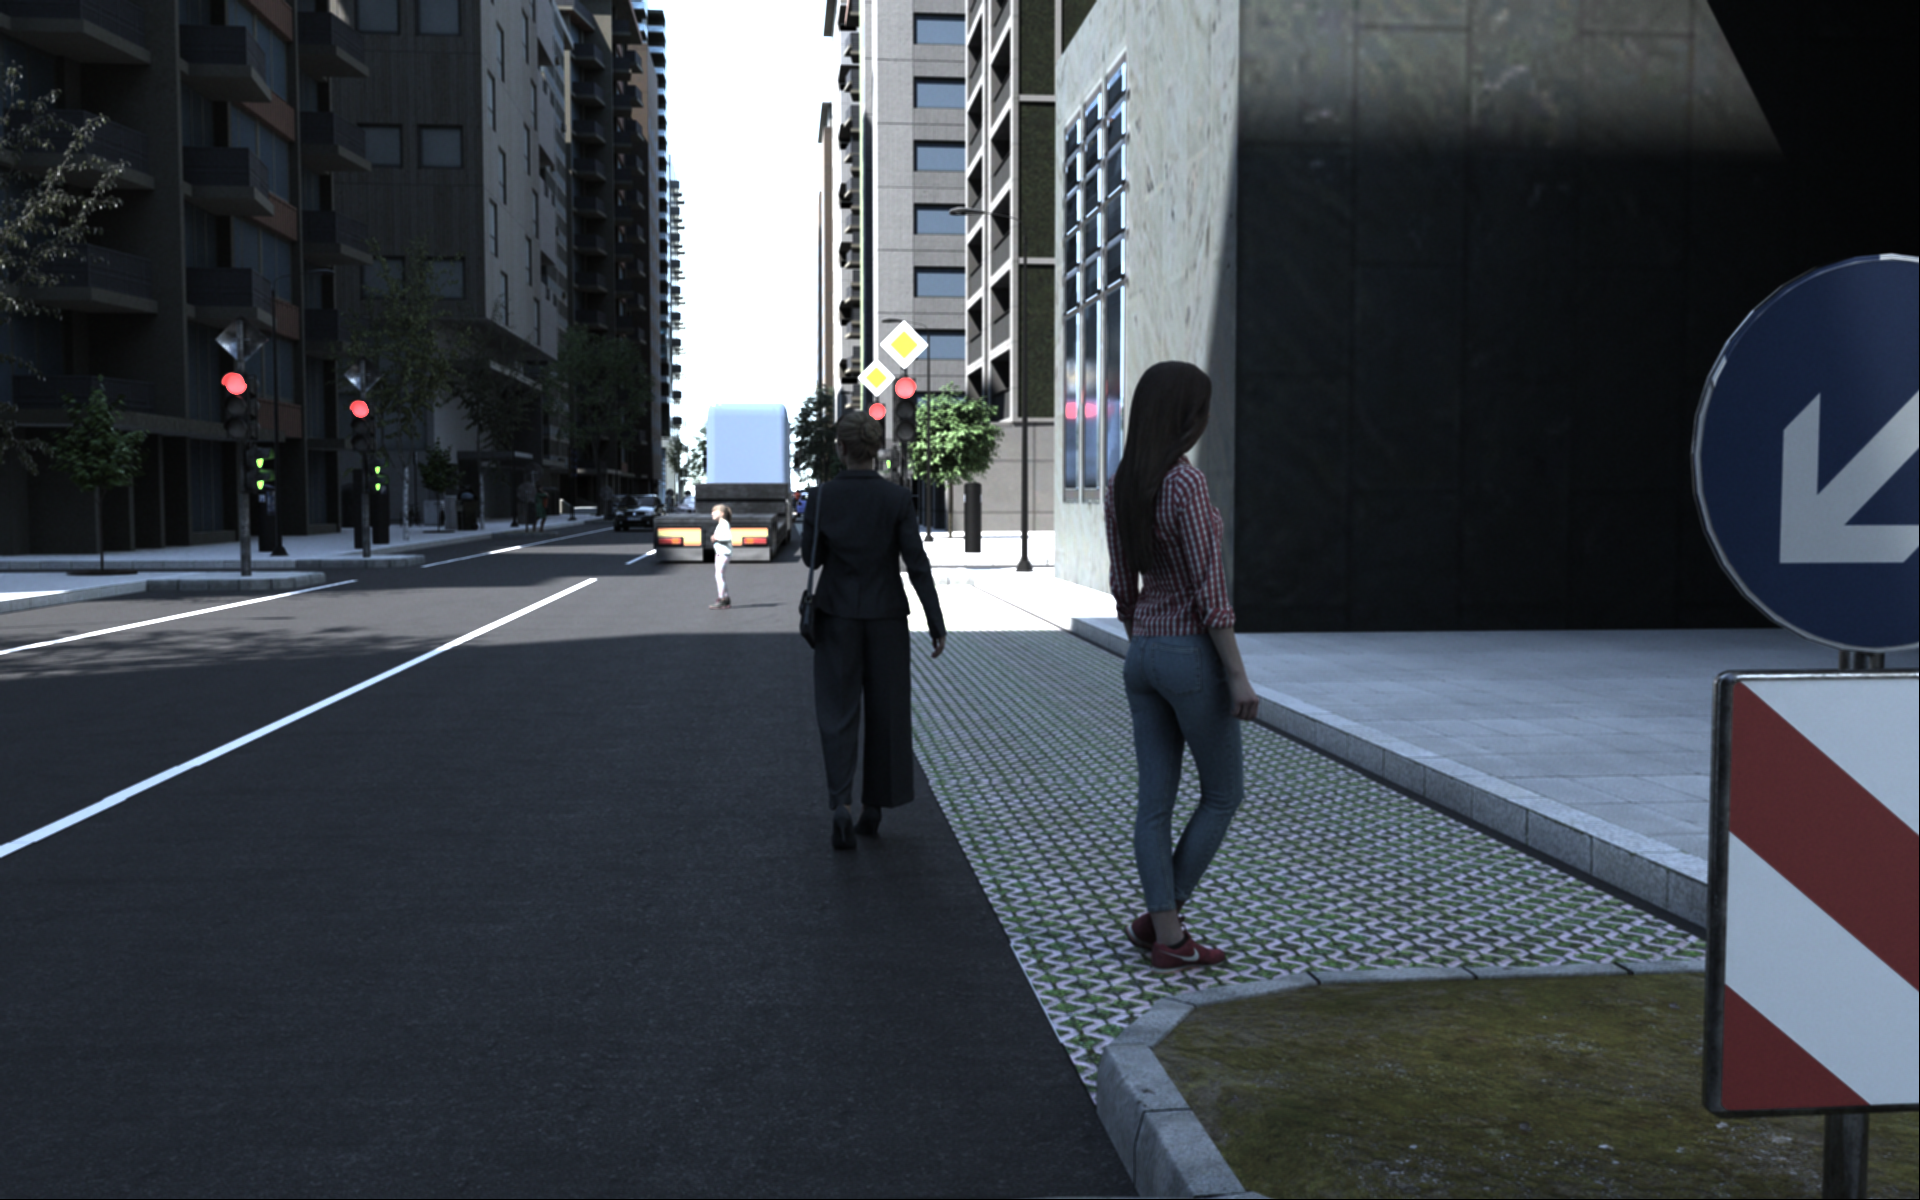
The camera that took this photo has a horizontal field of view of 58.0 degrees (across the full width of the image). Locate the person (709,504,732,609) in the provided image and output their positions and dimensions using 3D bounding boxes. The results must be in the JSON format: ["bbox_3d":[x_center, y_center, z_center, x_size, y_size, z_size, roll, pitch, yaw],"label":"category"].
[{"bbox_3d":[-3.008,-0.549,21.761,0.394,1.301,0.425,-3,5,-41],"label":"person"}]

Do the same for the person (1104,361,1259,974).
[{"bbox_3d":[0.669,0.204,5.168,0.388,1.821,0.555,-3,5,-41],"label":"person"}]

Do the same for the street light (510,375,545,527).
[{"bbox_3d":[-16.889,-5.817,67.646,1.470,5.913,1.316,0,4,-6],"label":"street light"}]

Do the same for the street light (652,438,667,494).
[{"bbox_3d":[-24.895,-10.445,143.311,1.470,5.913,1.316,0,4,-6],"label":"street light"}]

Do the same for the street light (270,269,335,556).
[{"bbox_3d":[-13.613,-3.874,35.883,1.470,5.913,1.316,0,4,-6],"label":"street light"}]

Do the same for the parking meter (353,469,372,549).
[{"bbox_3d":[-14.092,-2.142,40.735,0.255,1.863,0.399,0,4,-6],"label":"parking meter"}]

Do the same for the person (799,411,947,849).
[{"bbox_3d":[-0.377,0.110,7.125,0.576,1.772,0.534,-1,4,-21],"label":"person"}]

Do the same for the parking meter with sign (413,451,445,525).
[{"bbox_3d":[-21.428,-4.566,70.914,1.738,3.016,0.543,-1,4,-13],"label":"parking meter with sign"}]

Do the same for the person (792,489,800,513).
[{"bbox_3d":[-12.369,-7.558,132.030,1.348,1.831,0.705,1,4,14],"label":"person"}]

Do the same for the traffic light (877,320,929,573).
[{"bbox_3d":[-0.925,-2.398,28.133,0.839,4.253,0.868,0,4,-6],"label":"traffic light"}]

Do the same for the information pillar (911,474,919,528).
[{"bbox_3d":[-1.680,-3.700,64.984,0.304,2.012,0.304,0,4,-1],"label":"information pillar"}]

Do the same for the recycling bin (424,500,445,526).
[{"bbox_3d":[-21.203,-3.512,69.972,0.722,1.027,0.722,0,4,0],"label":"recycling bin"}]

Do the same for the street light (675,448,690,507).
[{"bbox_3d":[-28.181,-12.387,175.073,1.470,5.913,1.316,0,4,-6],"label":"street light"}]

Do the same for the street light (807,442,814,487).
[{"bbox_3d":[-12.664,-11.122,154.383,1.470,5.913,1.316,0,4,-6],"label":"street light"}]

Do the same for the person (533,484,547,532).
[{"bbox_3d":[-15.049,-3.251,61.900,0.529,1.795,0.600,-1,4,-21],"label":"person"}]

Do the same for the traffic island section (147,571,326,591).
[{"bbox_3d":[-11.220,-0.300,27.179,2.009,0.180,2.903,0,4,-6],"label":"traffic island section"}]

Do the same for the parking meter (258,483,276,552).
[{"bbox_3d":[-15.452,-1.848,38.620,0.372,1.533,0.369,0,3,0],"label":"parking meter"}]

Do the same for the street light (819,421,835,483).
[{"bbox_3d":[-8.031,-8.414,110.109,1.470,5.913,1.316,0,4,-6],"label":"street light"}]

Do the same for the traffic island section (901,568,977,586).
[{"bbox_3d":[-0.884,-0.365,28.251,2.009,0.180,2.903,0,4,-6],"label":"traffic island section"}]

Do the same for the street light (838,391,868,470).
[{"bbox_3d":[-4.714,-6.472,78.351,1.470,5.913,1.316,0,4,-6],"label":"street light"}]

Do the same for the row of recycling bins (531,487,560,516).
[{"bbox_3d":[-24.880,-5.933,104.118,1.069,1.692,3.534,0,4,5],"label":"row of recycling bins"}]

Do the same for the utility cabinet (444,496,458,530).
[{"bbox_3d":[-18.228,-3.161,62.838,0.306,1.237,1.020,2,4,28],"label":"utility cabinet"}]

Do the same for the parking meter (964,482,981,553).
[{"bbox_3d":[0.279,-1.790,37.684,0.372,1.533,0.369,0,3,0],"label":"parking meter"}]

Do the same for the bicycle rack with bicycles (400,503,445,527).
[{"bbox_3d":[-20.673,-3.335,67.906,2.852,0.926,2.925,0,4,-6],"label":"bicycle rack with bicycles"}]

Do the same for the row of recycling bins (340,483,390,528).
[{"bbox_3d":[-23.294,-3.703,67.662,1.069,1.692,3.534,0,4,4],"label":"row of recycling bins"}]

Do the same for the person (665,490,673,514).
[{"bbox_3d":[-17.868,-5.935,106.548,0.522,1.701,0.512,0,4,7],"label":"person"}]

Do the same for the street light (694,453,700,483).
[{"bbox_3d":[-30.098,-13.518,193.566,1.470,5.913,1.316,0,4,-6],"label":"street light"}]

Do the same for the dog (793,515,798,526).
[{"bbox_3d":[-7.612,-3.591,77.998,0.540,0.507,0.406,-2,4,-29],"label":"dog"}]

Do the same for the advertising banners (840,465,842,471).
[{"bbox_3d":[-6.949,-6.551,103.302,0.090,3.025,2.074,1,4,9],"label":"advertising banners"}]

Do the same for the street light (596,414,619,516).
[{"bbox_3d":[-20.347,-7.788,99.883,1.470,5.913,1.316,0,4,-6],"label":"street light"}]

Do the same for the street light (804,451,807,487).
[{"bbox_3d":[-16.005,-13.089,186.542,1.470,5.913,1.316,0,4,-6],"label":"street light"}]

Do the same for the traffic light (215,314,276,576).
[{"bbox_3d":[-11.179,-2.332,27.048,0.839,4.253,0.868,0,4,-6],"label":"traffic light"}]

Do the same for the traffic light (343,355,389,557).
[{"bbox_3d":[-12.010,-2.818,34.990,0.839,4.253,0.868,0,4,-6],"label":"traffic light"}]

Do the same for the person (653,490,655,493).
[{"bbox_3d":[-22.060,-7.130,125.795,0.721,1.735,1.217,0,4,3],"label":"person"}]

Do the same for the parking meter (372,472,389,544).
[{"bbox_3d":[-14.898,-2.374,44.524,0.255,1.863,0.399,2,4,27],"label":"parking meter"}]

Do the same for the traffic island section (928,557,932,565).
[{"bbox_3d":[-1.715,-0.851,36.193,2.009,0.180,2.903,0,4,-6],"label":"traffic island section"}]

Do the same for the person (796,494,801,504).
[{"bbox_3d":[-11.349,-6.814,123.162,0.557,1.426,1.065,1,4,18],"label":"person"}]

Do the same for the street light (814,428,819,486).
[{"bbox_3d":[-9.421,-9.179,122.617,1.470,5.913,1.316,0,4,-6],"label":"street light"}]

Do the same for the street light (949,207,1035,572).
[{"bbox_3d":[0.523,-3.409,28.271,1.470,5.913,1.316,0,4,-6],"label":"street light"}]

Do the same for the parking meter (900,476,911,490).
[{"bbox_3d":[-1.844,-3.170,57.546,0.255,1.863,0.399,3,4,39],"label":"parking meter"}]

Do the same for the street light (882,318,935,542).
[{"bbox_3d":[-1.370,-4.485,45.876,1.470,5.913,1.316,0,4,-6],"label":"street light"}]

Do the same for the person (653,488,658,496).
[{"bbox_3d":[-18.419,-5.764,102.960,1.509,1.804,0.699,-3,5,-40],"label":"person"}]

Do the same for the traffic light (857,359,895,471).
[{"bbox_3d":[-1.756,-2.884,36.075,0.839,4.253,0.868,0,4,-6],"label":"traffic light"}]

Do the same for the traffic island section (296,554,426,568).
[{"bbox_3d":[-12.051,-0.785,35.121,2.009,0.180,2.903,0,4,-6],"label":"traffic island section"}]
